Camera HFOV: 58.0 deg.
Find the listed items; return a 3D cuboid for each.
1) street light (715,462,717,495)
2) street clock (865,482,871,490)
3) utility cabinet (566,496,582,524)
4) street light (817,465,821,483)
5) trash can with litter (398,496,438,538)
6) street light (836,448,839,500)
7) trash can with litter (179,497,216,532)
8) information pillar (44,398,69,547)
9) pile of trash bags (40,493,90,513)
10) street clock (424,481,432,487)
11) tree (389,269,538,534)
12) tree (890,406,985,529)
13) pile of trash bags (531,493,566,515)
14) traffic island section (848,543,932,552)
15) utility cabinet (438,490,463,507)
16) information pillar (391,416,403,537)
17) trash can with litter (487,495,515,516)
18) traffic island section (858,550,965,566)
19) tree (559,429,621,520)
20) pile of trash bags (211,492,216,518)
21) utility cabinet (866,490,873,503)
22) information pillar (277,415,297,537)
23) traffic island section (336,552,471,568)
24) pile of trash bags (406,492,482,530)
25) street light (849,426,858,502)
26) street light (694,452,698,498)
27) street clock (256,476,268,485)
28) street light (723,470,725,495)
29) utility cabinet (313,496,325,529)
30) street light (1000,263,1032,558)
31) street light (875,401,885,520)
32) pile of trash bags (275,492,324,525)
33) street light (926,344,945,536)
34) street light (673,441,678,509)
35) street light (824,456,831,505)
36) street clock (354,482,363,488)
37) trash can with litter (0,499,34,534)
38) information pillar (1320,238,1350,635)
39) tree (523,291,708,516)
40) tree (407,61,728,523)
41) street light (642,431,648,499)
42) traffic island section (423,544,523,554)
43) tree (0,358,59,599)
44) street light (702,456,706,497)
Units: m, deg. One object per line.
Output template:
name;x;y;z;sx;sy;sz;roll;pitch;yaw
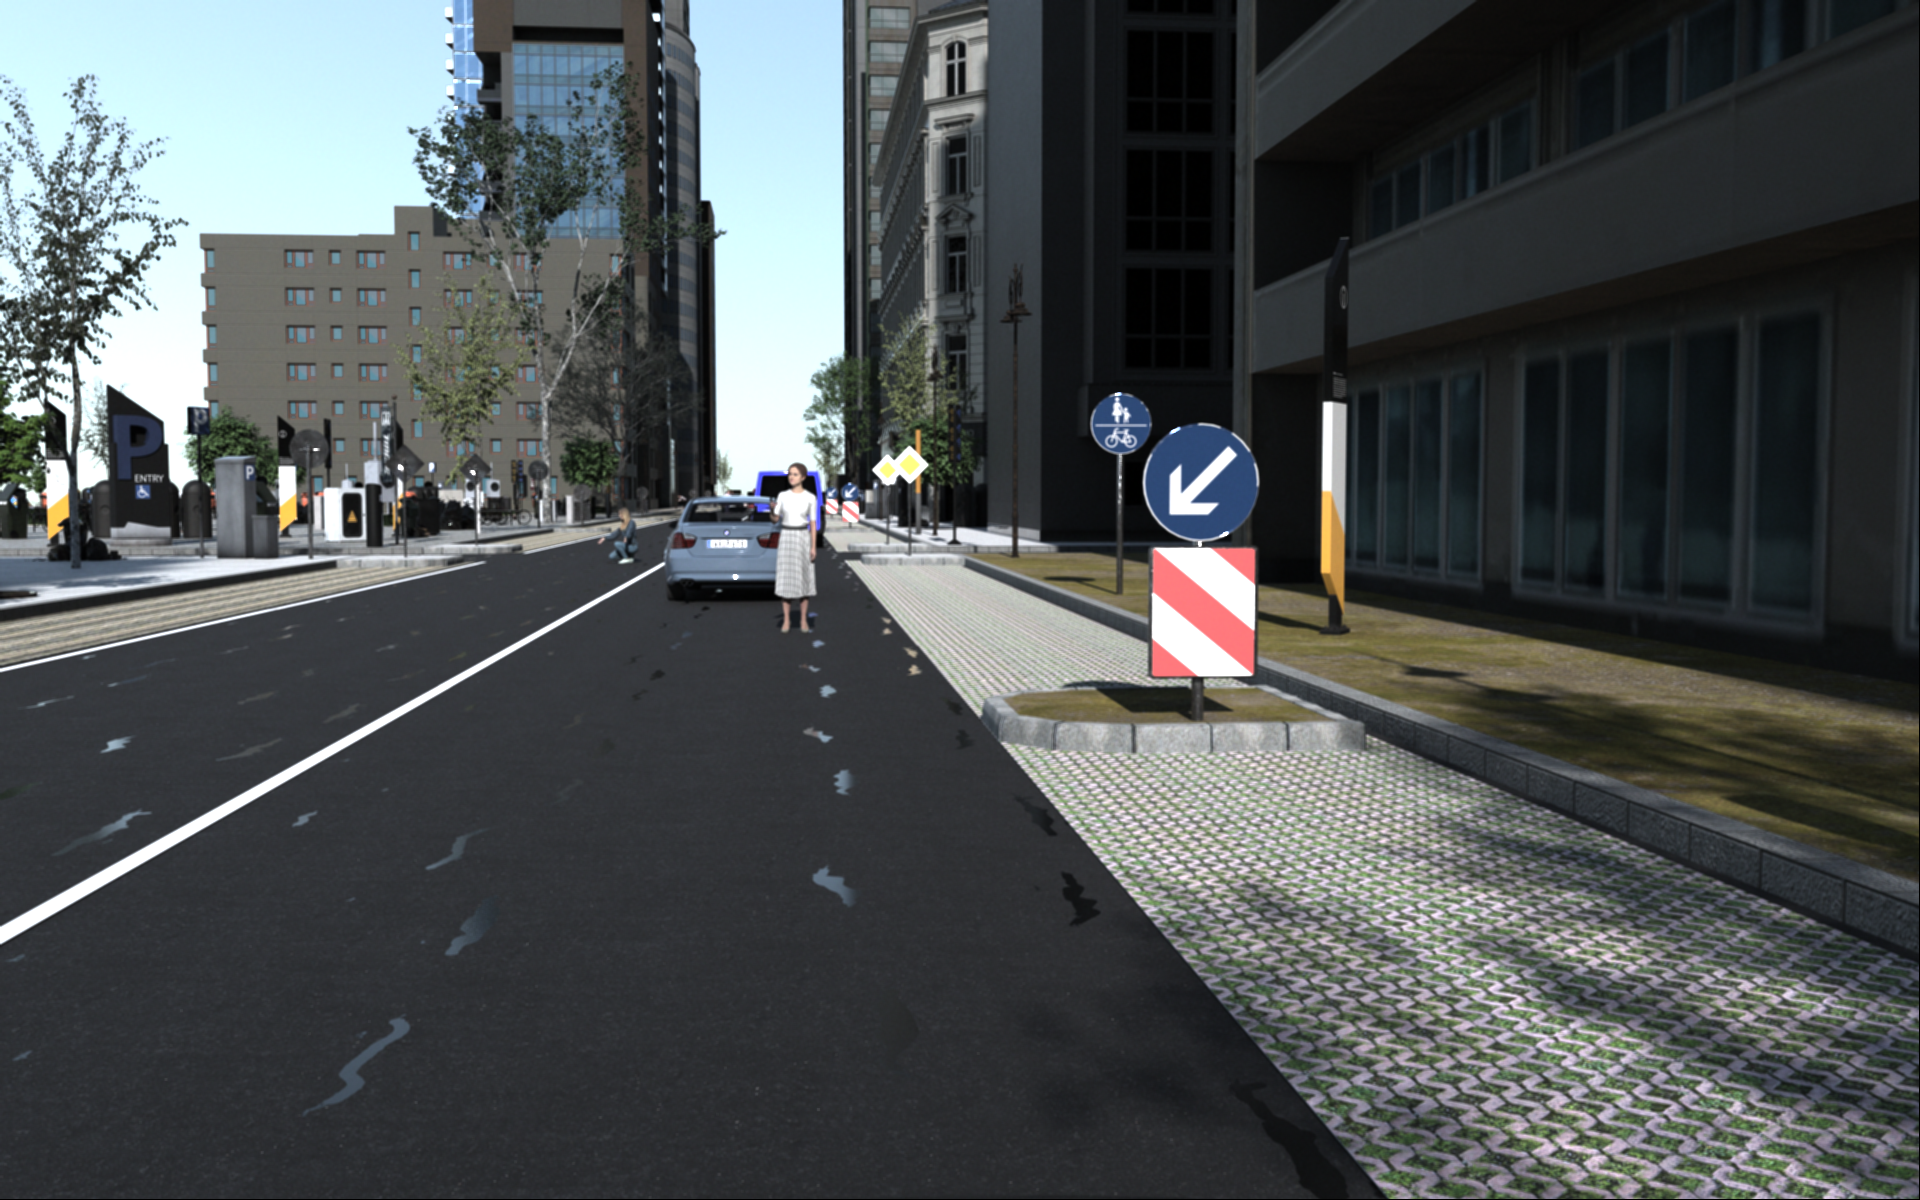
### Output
street light;-33.021;-16.018;234.686;0.468;5.910;1.993;0;4;-6
street clock;-5.356;-5.903;101.090;0.358;2.002;0.471;-2;4;-24
utility cabinet;-16.879;-3.950;75.743;0.306;1.237;1.020;1;4;11
street light;-19.687;-16.623;244.574;0.468;5.910;1.993;0;4;-6
trash can with litter;-16.185;-2.453;51.488;1.055;1.170;0.624;2;4;29
street light;-11.506;-11.561;161.812;0.468;5.910;1.993;0;4;-6
trash can with litter;-26.149;-2.886;58.245;2.233;1.210;1.678;1;4;17
information pillar;-22.036;-3.112;42.230;0.504;3.616;0.183;-2;4;-26
pile of trash bags;-51.586;-5.491;99.536;3.447;1.369;1.912;2;4;24
street clock;-30.351;-5.774;98.975;0.471;2.002;0.358;0;4;-6
tree;-15.898;-6.464;56.047;4.737;8.622;4.395;0;3;0
tree;-0.892;-4.871;63.352;4.285;4.588;4.351;0;3;0
pile of trash bags;-24.075;-5.769;104.079;3.447;1.369;1.912;-2;4;-33
traffic island section;-1.809;-1.323;43.918;2.009;0.180;2.903;0;4;-6
utility cabinet;-25.857;-4.851;87.989;1.173;1.500;0.318;-2;4;-32
information pillar;-16.949;-3.722;52.204;0.504;3.616;0.183;3;4;38
trash can with litter;-25.360;-5.158;95.390;2.233;1.210;1.678;0;4;-1
traffic island section;-1.021;-0.837;35.971;2.009;0.180;2.903;0;4;-6
tree;-18.630;-6.316;86.984;4.285;4.588;4.351;0;3;0
pile of trash bags;-39.310;-5.188;94.576;3.447;1.369;1.912;-3;4;-36
utility cabinet;-4.523;-5.093;91.942;0.318;1.500;1.173;2;4;35
information pillar;-19.990;-3.675;51.440;0.504;3.616;0.183;-1;4;-12
traffic island section;-11.213;-0.776;34.970;2.009;0.180;2.903;0;4;-6
pile of trash bags;-18.681;-3.171;61.601;1.912;1.369;3.447;1;4;19
street light;-7.148;-8.908;118.437;0.468;5.910;1.993;0;4;-6
street light;-28.082;-12.956;184.612;0.468;5.910;1.993;0;4;-6
street clock;-27.507;-3.893;68.215;0.471;2.002;0.358;-2;4;-25
street light;-36.414;-18.021;267.436;0.468;5.910;1.993;0;4;-6
utility cabinet;-23.342;-3.193;63.372;0.306;1.237;1.020;0;4;-3
street light;1.115;-3.797;34.869;0.468;5.910;1.993;0;4;-6
street light;-3.926;-6.926;86.024;0.468;5.910;1.993;0;4;-6
pile of trash bags;-27.805;-3.893;73.398;3.447;1.369;1.912;3;5;41
street light;-0.772;-4.932;53.424;0.468;5.910;1.993;0;4;-6
street light;-24.848;-10.926;151.420;0.468;5.910;1.993;0;4;-6
street light;-14.701;-13.544;194.228;0.468;5.910;1.993;0;4;-6
street clock;-36.424;-6.139;104.945;0.471;2.002;0.358;-3;4;-38
trash can with litter;-29.891;-2.653;54.766;0.624;1.170;1.055;1;4;12
information pillar;3.411;-1.492;15.751;0.183;3.616;0.504;2;4;28
tree;-20.126;-11.742;102.348;12.009;13.543;11.850;0;3;0
tree;-16.818;-13.404;75.045;12.611;20.169;13.585;0;3;0
street light;-21.624;-8.943;119.007;0.468;5.910;1.993;0;4;-6
traffic island section;-12.001;-1.262;42.916;2.009;0.180;2.903;0;4;-6
tree;-11.923;-1.638;21.380;1.663;3.219;1.824;0;3;0
street light;-29.860;-14.035;202.267;0.468;5.910;1.993;0;4;-6
